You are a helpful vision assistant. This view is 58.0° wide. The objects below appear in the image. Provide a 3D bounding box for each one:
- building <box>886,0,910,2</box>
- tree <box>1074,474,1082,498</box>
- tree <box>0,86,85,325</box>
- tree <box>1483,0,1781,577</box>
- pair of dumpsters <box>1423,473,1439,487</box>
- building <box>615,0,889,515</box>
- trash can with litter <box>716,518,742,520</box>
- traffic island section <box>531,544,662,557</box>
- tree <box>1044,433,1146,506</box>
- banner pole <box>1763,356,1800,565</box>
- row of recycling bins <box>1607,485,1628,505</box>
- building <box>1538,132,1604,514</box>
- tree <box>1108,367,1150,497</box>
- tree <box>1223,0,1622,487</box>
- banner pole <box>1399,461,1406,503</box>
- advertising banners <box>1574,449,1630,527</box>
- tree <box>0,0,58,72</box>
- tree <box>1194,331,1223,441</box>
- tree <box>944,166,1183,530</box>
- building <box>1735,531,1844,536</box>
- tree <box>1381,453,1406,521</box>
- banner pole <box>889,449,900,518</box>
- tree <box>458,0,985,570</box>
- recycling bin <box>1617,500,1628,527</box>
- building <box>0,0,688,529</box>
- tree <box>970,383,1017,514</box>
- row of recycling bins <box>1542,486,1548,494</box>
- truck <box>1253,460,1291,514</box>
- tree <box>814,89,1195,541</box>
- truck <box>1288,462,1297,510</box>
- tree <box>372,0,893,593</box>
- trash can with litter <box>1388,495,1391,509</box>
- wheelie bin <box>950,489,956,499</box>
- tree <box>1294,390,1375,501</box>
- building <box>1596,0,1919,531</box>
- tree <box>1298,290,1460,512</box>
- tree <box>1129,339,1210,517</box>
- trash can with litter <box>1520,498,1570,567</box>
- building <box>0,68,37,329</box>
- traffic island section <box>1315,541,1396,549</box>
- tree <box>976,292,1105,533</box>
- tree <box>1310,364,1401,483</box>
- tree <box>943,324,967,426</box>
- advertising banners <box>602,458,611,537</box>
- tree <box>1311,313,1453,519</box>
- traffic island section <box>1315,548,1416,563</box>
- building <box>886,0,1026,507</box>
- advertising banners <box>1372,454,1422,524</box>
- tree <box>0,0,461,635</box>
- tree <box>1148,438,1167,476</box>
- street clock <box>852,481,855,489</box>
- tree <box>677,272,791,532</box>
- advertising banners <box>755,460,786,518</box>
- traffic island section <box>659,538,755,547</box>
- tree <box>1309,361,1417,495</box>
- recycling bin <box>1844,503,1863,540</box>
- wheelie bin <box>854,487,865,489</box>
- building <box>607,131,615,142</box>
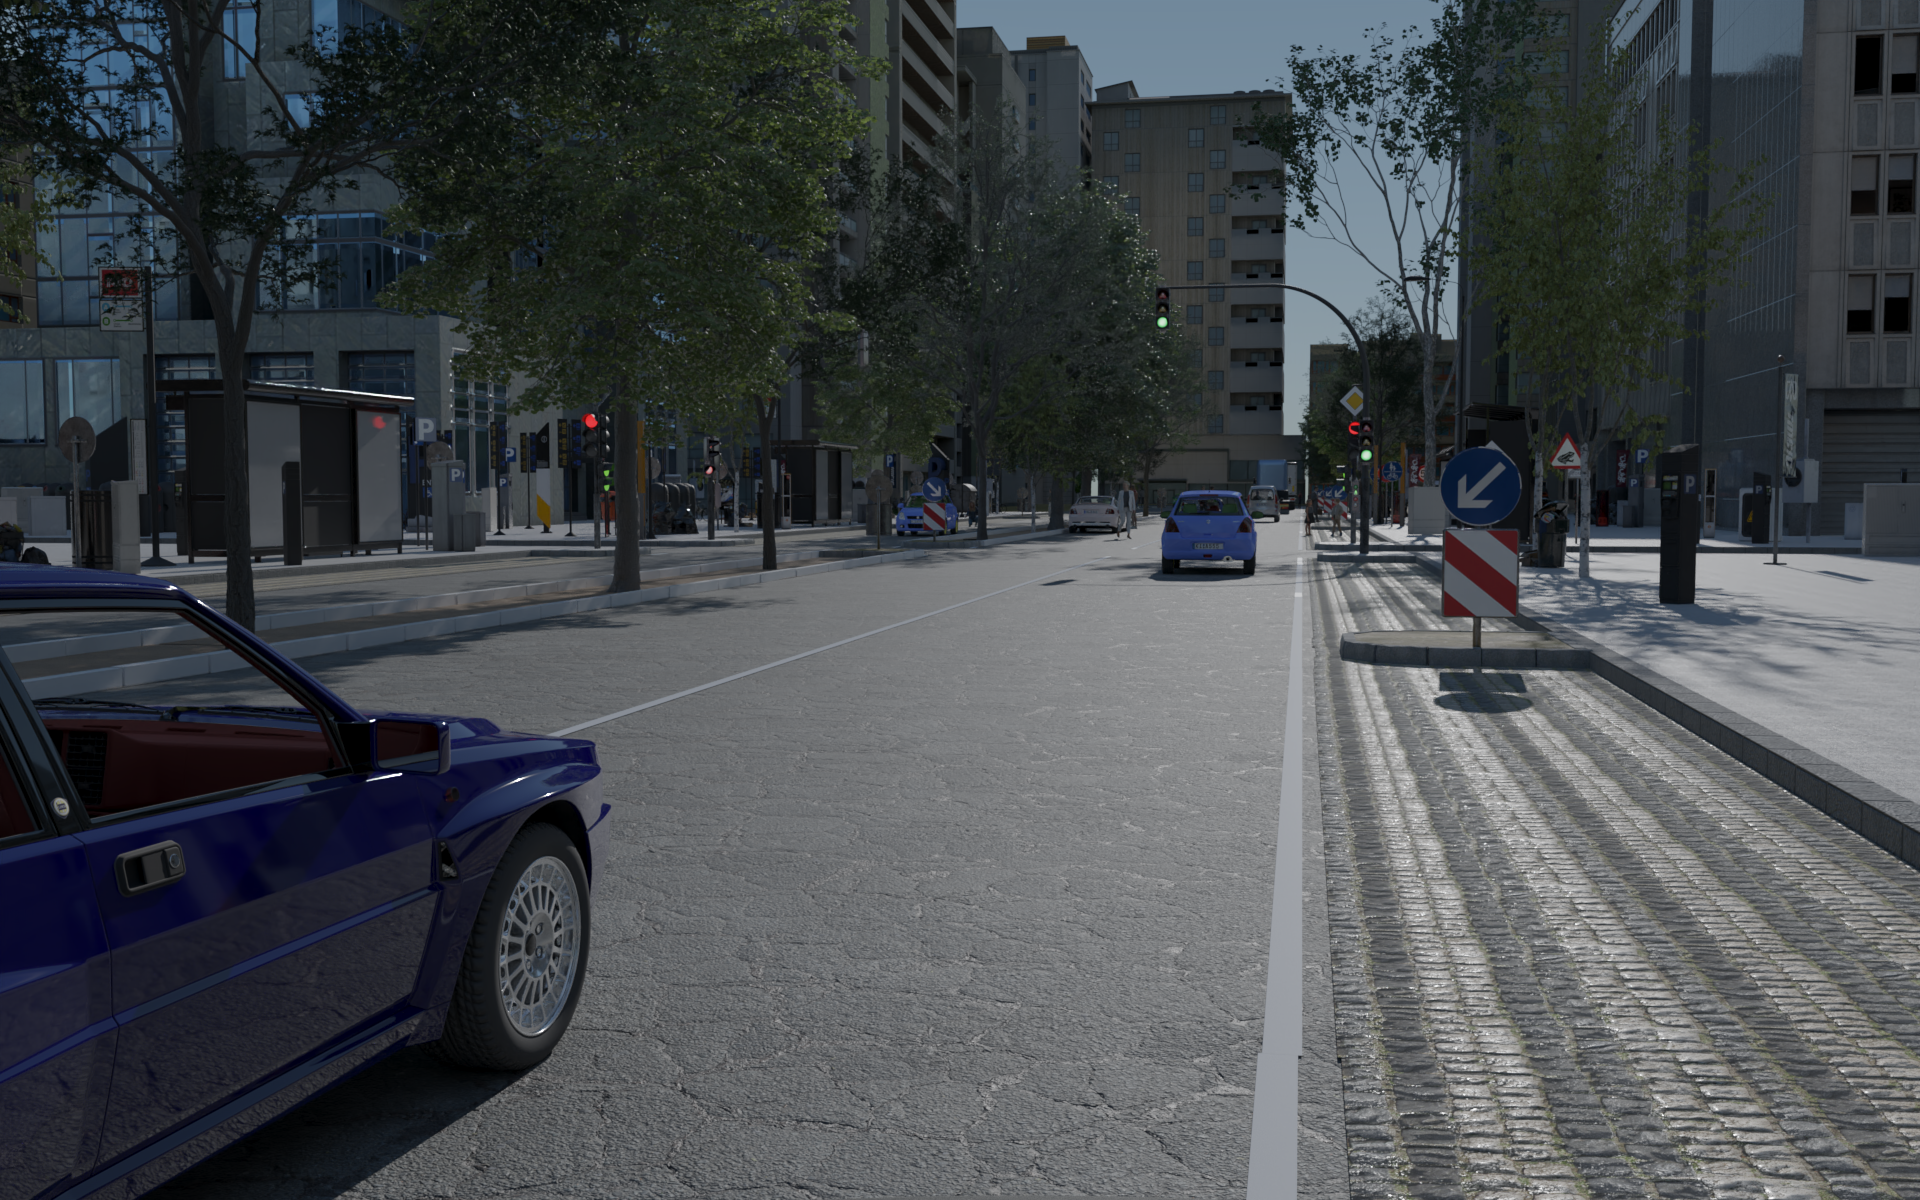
[{"bbox_3d":[-12.771,-31.406,137.193,21.300,48.544,21.600,1,4,11],"label":"building"},{"bbox_3d":[10.520,-9.718,153.483,1.663,3.219,1.824,0,3,0],"label":"tree"},{"bbox_3d":[-14.723,-4.558,24.880,4.737,8.622,4.395,0,3,0],"label":"tree"},{"bbox_3d":[9.691,-4.639,26.212,4.737,8.622,4.395,0,3,0],"label":"tree"},{"bbox_3d":[22.388,-4.777,80.598,1.574,2.255,4.437,1,4,11],"label":"pair of dumpsters"},{"bbox_3d":[-12.960,-26.136,110.921,14.154,41.232,14.086,1,4,11],"label":"building"},{"bbox_3d":[-11.418,-4.623,86.649,1.678,1.210,2.233,1,4,17],"label":"trash can with litter"},{"bbox_3d":[-8.538,-1.127,40.713,2.009,0.180,2.903,1,4,11],"label":"traffic island section"},{"bbox_3d":[9.485,-12.606,140.519,7.601,10.594,8.767,-1,4,-19],"label":"tree"},{"bbox_3d":[15.014,-2.539,31.527,0.863,3.779,0.401,-3,4,-36],"label":"banner pole"},{"bbox_3d":[29.106,-4.253,76.653,1.069,1.692,3.534,1,4,19],"label":"row of recycling bins"},{"bbox_3d":[42.672,-17.181,99.972,14.314,24.678,30.058,1,4,11],"label":"building"},{"bbox_3d":[7.629,-8.168,86.368,4.737,8.622,4.395,0,3,0],"label":"tree"},{"bbox_3d":[15.165,-12.336,57.587,12.611,20.169,13.585,0,3,0],"label":"tree"},{"bbox_3d":[29.046,-7.566,113.719,0.863,3.779,0.401,1,4,9],"label":"banner pole"},{"bbox_3d":[25.193,-4.389,67.946,2.074,3.025,0.090,0,4,7],"label":"advertising banners"},{"bbox_3d":[-7.846,-3.499,10.033,4.360,8.622,3.978,0,3,0],"label":"tree"},{"bbox_3d":[9.439,-11.189,95.766,12.009,13.543,11.850,0,3,0],"label":"tree"},{"bbox_3d":[3.825,-9.743,68.411,9.857,13.997,8.962,0,3,0],"label":"tree"},{"bbox_3d":[36.150,-14.553,55.964,19.932,24.808,12.078,1,4,11],"label":"building"},{"bbox_3d":[20.370,-5.326,81.689,1.663,3.219,1.824,0,3,0],"label":"tree"},{"bbox_3d":[-3.495,-6.296,92.953,0.863,3.779,0.401,-1,4,-18],"label":"banner pole"},{"bbox_3d":[-3.505,-5.865,32.759,8.767,10.594,7.601,1,4,11],"label":"tree"},{"bbox_3d":[26.424,-3.429,68.625,0.722,1.027,0.722,1,4,21],"label":"recycling bin"},{"bbox_3d":[-26.669,-46.773,77.417,22.319,86.520,31.000,1,4,11],"label":"building"},{"bbox_3d":[2.509,-9.749,109.759,4.360,8.622,3.978,0,3,0],"label":"tree"},{"bbox_3d":[25.936,-4.560,81.671,3.534,1.692,1.069,2,4,33],"label":"row of recycling bins"},{"bbox_3d":[23.500,-8.600,130.367,2.967,4.110,18.799,1,4,10],"label":"truck"},{"bbox_3d":[0.688,-8.554,52.690,12.009,13.543,11.850,0,3,0],"label":"tree"},{"bbox_3d":[29.558,-10.419,159.267,2.839,4.237,11.283,1,4,10],"label":"truck"},{"bbox_3d":[-4.860,-6.398,25.189,7.486,12.596,7.792,0,3,0],"label":"tree"},{"bbox_3d":[27.368,-5.980,108.827,1.678,1.210,2.233,-3,5,-41],"label":"trash can with litter"},{"bbox_3d":[-0.483,-5.895,104.290,0.980,1.594,0.693,-2,4,-31],"label":"wheelie bin"},{"bbox_3d":[42.386,-17.578,194.062,9.857,13.997,8.962,0,3,0],"label":"tree"},{"bbox_3d":[35.945,-15.751,75.555,12.078,24.808,19.932,1,4,11],"label":"building"},{"bbox_3d":[25.137,-11.888,104.737,12.009,13.543,11.850,0,3,0],"label":"tree"},{"bbox_3d":[11.697,-10.984,107.803,9.928,11.665,9.643,0,3,0],"label":"tree"},{"bbox_3d":[10.175,-1.160,30.347,0.624,1.170,1.055,-1,4,-19],"label":"trash can with litter"},{"bbox_3d":[-55.314,-14.450,81.294,28.899,21.520,27.650,1,4,11],"label":"building"},{"bbox_3d":[10.268,-1.398,45.143,2.009,0.180,2.903,1,4,11],"label":"traffic island section"},{"bbox_3d":[2.612,-6.634,61.287,4.737,8.622,4.395,0,3,0],"label":"tree"},{"bbox_3d":[31.706,-13.482,138.562,7.486,12.596,7.792,0,3,0],"label":"tree"},{"bbox_3d":[-3.098,-10.035,82.196,7.486,12.596,7.792,0,3,0],"label":"tree"},{"bbox_3d":[-10.495,-3.373,51.339,0.090,3.025,2.074,0,4,-6],"label":"advertising banners"},{"bbox_3d":[21.774,-9.459,89.064,7.601,10.594,8.767,0,4,-1],"label":"tree"},{"bbox_3d":[8.719,-0.919,37.309,2.009,0.180,2.903,1,4,11],"label":"traffic island section"},{"bbox_3d":[-5.254,-33.992,179.475,21.600,48.544,21.300,1,4,11],"label":"building"},{"bbox_3d":[18.979,-4.837,75.279,2.074,3.025,0.090,1,4,15],"label":"advertising banners"},{"bbox_3d":[-6.506,-4.833,15.896,8.767,10.594,7.601,1,4,11],"label":"tree"},{"bbox_3d":[19.367,-15.995,195.933,8.767,10.594,7.601,-1,4,-17],"label":"tree"},{"bbox_3d":[-5.789,-5.379,92.509,0.358,2.002,0.471,1,4,17],"label":"street clock"},{"bbox_3d":[-7.542,-6.577,57.900,4.737,8.622,4.395,0,3,0],"label":"tree"},{"bbox_3d":[-9.669,-5.666,88.833,2.074,3.025,0.090,2,4,33],"label":"advertising banners"},{"bbox_3d":[-6.990,-1.606,48.547,2.009,0.180,2.903,1,4,11],"label":"traffic island section"},{"bbox_3d":[29.146,-12.201,125.248,9.928,11.665,9.643,0,3,0],"label":"tree"},{"bbox_3d":[25.363,-2.219,48.839,0.722,1.027,0.722,2,4,28],"label":"recycling bin"},{"bbox_3d":[-4.658,-4.492,81.346,0.980,1.594,0.693,0,4,3],"label":"wheelie bin"},{"bbox_3d":[-26.277,-45.534,182.729,20.611,71.187,20.563,1,4,11],"label":"building"}]
